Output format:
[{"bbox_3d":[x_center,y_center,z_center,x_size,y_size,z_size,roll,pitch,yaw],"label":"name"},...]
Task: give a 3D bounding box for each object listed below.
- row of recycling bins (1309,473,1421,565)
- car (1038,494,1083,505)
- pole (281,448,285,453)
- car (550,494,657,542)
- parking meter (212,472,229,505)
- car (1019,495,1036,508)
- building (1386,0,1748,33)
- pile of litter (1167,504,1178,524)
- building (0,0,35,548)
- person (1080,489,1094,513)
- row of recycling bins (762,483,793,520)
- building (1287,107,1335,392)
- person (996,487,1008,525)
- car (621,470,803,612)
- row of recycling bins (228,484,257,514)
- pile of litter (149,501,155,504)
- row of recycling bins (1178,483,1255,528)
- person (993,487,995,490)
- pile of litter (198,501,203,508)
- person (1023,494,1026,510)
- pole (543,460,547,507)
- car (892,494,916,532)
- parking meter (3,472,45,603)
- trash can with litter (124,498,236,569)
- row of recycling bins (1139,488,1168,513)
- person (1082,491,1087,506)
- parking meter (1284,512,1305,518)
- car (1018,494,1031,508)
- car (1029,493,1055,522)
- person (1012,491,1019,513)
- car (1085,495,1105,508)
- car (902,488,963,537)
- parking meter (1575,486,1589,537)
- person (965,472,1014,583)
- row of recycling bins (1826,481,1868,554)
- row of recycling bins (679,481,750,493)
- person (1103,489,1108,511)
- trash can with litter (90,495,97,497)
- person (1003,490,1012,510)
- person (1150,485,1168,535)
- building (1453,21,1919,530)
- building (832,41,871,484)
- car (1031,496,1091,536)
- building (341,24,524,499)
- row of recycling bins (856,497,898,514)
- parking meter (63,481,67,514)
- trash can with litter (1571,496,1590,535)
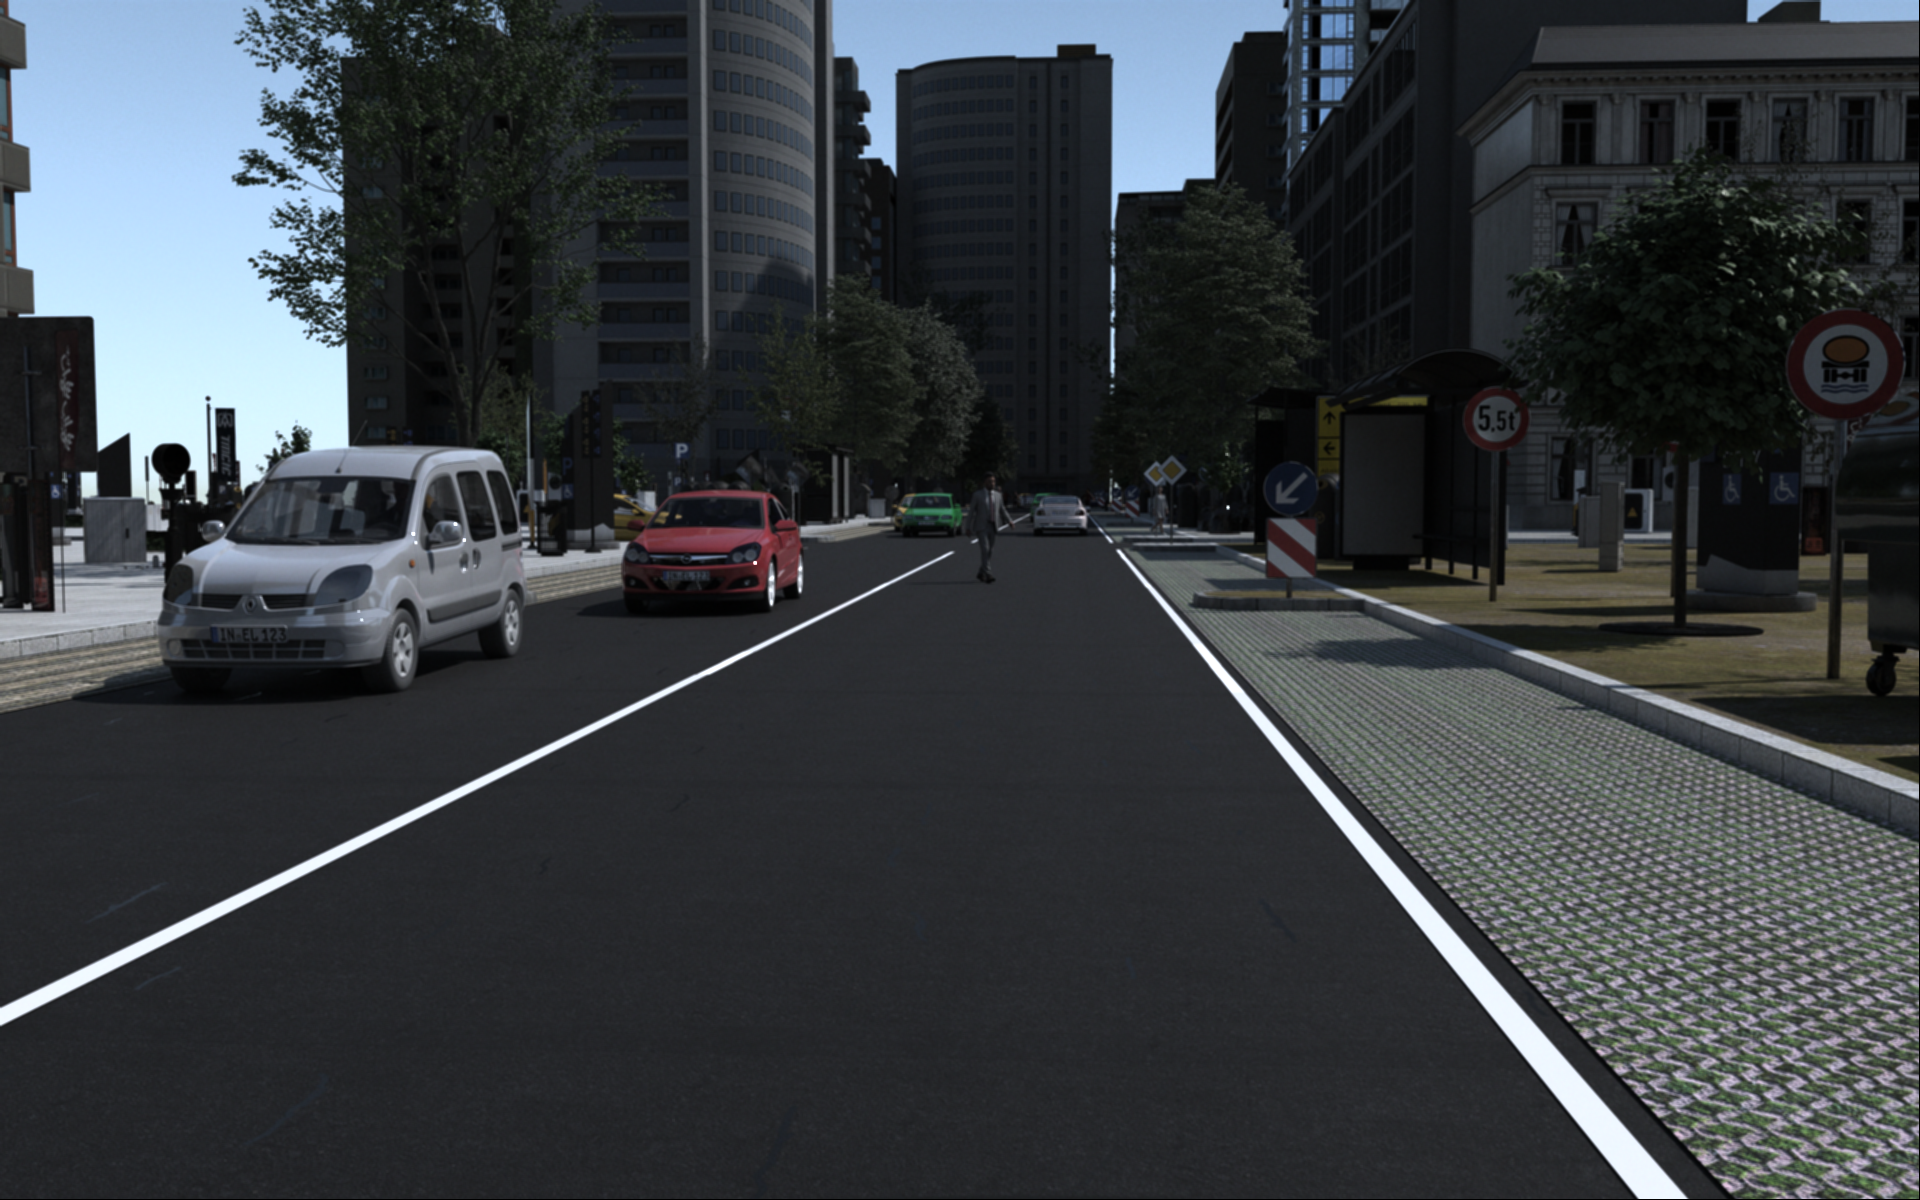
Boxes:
[{"bbox_3d":[7.680,-1.577,32.903,1.069,1.692,3.534,-1,4,-14],"label":"row of recycling bins"},{"bbox_3d":[4.485,-4.135,77.390,2.009,1.686,4.222,0,4,2],"label":"car"},{"bbox_3d":[-30.007,-5.077,76.853,0.158,3.312,0.155,0,3,0],"label":"pole"},{"bbox_3d":[-9.394,-2.319,48.133,3.980,1.641,2.015,0,4,4],"label":"car"},{"bbox_3d":[-19.524,-2.445,45.692,0.255,1.863,0.399,2,4,28],"label":"parking meter"},{"bbox_3d":[7.196,-10.237,179.731,2.083,1.381,4.827,0,4,4],"label":"car"},{"bbox_3d":[28.394,-18.075,89.028,14.314,27.812,24.014,0,4,4],"label":"building"},{"bbox_3d":[9.488,-3.682,74.161,1.176,0.858,1.719,0,4,1],"label":"pile of litter"},{"bbox_3d":[-34.481,-10.866,22.694,28.899,21.520,27.650,0,4,4],"label":"building"},{"bbox_3d":[9.516,-7.382,129.158,1.348,1.831,0.705,3,5,42],"label":"person"},{"bbox_3d":[-7.747,-3.340,61.722,3.534,1.692,1.069,-1,4,-10],"label":"row of recycling bins"},{"bbox_3d":[29.779,-19.538,112.959,14.314,27.812,24.014,0,4,4],"label":"building"},{"bbox_3d":[1.807,-4.284,78.949,0.834,1.777,0.661,3,5,40],"label":"person"},{"bbox_3d":[-3.115,-0.813,22.328,2.155,1.783,4.494,0,4,2],"label":"car"},{"bbox_3d":[-28.628,-3.930,71.376,3.534,1.692,1.069,-2,4,-35],"label":"row of recycling bins"},{"bbox_3d":[-52.284,-5.969,111.564,1.719,0.858,1.176,-3,5,-42],"label":"pile of litter"},{"bbox_3d":[9.935,-3.577,65.602,3.534,1.692,1.069,2,4,25],"label":"row of recycling bins"},{"bbox_3d":[1.357,-3.895,72.575,0.661,1.777,0.834,1,4,9],"label":"person"},{"bbox_3d":[-46.792,-5.634,106.082,1.719,0.858,1.176,2,4,28],"label":"pile of litter"},{"bbox_3d":[5.954,-8.911,157.413,0.599,1.433,0.991,0,4,1],"label":"person"},{"bbox_3d":[-23.554,-6.386,98.251,0.158,3.312,0.155,0,3,0],"label":"pole"},{"bbox_3d":[-1.551,-3.457,66.741,2.015,1.641,3.980,0,4,4],"label":"car"},{"bbox_3d":[-11.049,-0.903,20.470,0.399,1.863,0.255,0,4,-8],"label":"parking meter"},{"bbox_3d":[-13.192,-1.158,29.993,2.233,1.210,1.678,1,4,23],"label":"trash can with litter"},{"bbox_3d":[13.769,-6.691,116.508,3.534,1.692,1.069,1,4,15],"label":"row of recycling bins"},{"bbox_3d":[13.916,-11.119,190.393,1.348,1.812,0.705,2,4,29],"label":"person"},{"bbox_3d":[6.811,-1.813,35.348,0.399,1.863,0.255,-1,4,-13],"label":"parking meter"},{"bbox_3d":[6.995,-10.699,185.158,2.015,1.641,3.980,0,4,4],"label":"car"},{"bbox_3d":[4.524,-4.894,88.810,1.959,1.807,4.718,0,4,4],"label":"car"},{"bbox_3d":[4.136,-7.255,128.586,0.415,1.643,0.593,3,5,39],"label":"person"},{"bbox_3d":[12.838,-9.256,163.909,1.945,1.354,3.894,0,4,2],"label":"car"},{"bbox_3d":[-0.912,-3.057,58.771,1.959,1.807,4.718,0,4,5],"label":"car"},{"bbox_3d":[18.790,-2.684,52.301,0.372,1.533,0.369,0,3,0],"label":"parking meter"},{"bbox_3d":[0.446,-1.178,28.038,0.678,1.792,0.850,-2,4,-27],"label":"person"},{"bbox_3d":[20.664,-1.890,38.011,3.534,1.692,1.069,-1,4,-16],"label":"row of recycling bins"},{"bbox_3d":[-7.808,-2.936,55.112,1.069,1.692,3.534,-3,5,-40],"label":"row of recycling bins"},{"bbox_3d":[12.233,-8.354,145.075,0.705,1.826,1.348,0,4,-7],"label":"person"},{"bbox_3d":[-58.977,-6.596,118.908,1.678,1.210,2.233,3,5,43],"label":"trash can with litter"},{"bbox_3d":[4.134,-9.094,157.121,1.348,1.831,0.705,2,4,29],"label":"person"},{"bbox_3d":[6.802,-3.061,59.302,0.760,1.731,0.466,2,4,35],"label":"person"},{"bbox_3d":[29.730,-12.335,66.297,19.286,19.102,10.561,0,4,4],"label":"building"},{"bbox_3d":[-25.014,-34.370,181.560,30.456,49.044,23.786,0,4,4],"label":"building"},{"bbox_3d":[3.522,-2.943,60.477,2.083,1.381,4.827,0,4,4],"label":"car"},{"bbox_3d":[-50.916,-34.291,184.363,21.600,48.544,21.300,0,4,4],"label":"building"},{"bbox_3d":[-5.493,-6.302,110.157,3.534,1.692,1.069,2,4,27],"label":"row of recycling bins"},{"bbox_3d":[-40.415,-4.421,77.987,0.255,1.863,0.399,0,4,-8],"label":"parking meter"},{"bbox_3d":[19.998,-2.646,54.318,2.233,1.210,1.678,-3,5,-40],"label":"trash can with litter"}]
